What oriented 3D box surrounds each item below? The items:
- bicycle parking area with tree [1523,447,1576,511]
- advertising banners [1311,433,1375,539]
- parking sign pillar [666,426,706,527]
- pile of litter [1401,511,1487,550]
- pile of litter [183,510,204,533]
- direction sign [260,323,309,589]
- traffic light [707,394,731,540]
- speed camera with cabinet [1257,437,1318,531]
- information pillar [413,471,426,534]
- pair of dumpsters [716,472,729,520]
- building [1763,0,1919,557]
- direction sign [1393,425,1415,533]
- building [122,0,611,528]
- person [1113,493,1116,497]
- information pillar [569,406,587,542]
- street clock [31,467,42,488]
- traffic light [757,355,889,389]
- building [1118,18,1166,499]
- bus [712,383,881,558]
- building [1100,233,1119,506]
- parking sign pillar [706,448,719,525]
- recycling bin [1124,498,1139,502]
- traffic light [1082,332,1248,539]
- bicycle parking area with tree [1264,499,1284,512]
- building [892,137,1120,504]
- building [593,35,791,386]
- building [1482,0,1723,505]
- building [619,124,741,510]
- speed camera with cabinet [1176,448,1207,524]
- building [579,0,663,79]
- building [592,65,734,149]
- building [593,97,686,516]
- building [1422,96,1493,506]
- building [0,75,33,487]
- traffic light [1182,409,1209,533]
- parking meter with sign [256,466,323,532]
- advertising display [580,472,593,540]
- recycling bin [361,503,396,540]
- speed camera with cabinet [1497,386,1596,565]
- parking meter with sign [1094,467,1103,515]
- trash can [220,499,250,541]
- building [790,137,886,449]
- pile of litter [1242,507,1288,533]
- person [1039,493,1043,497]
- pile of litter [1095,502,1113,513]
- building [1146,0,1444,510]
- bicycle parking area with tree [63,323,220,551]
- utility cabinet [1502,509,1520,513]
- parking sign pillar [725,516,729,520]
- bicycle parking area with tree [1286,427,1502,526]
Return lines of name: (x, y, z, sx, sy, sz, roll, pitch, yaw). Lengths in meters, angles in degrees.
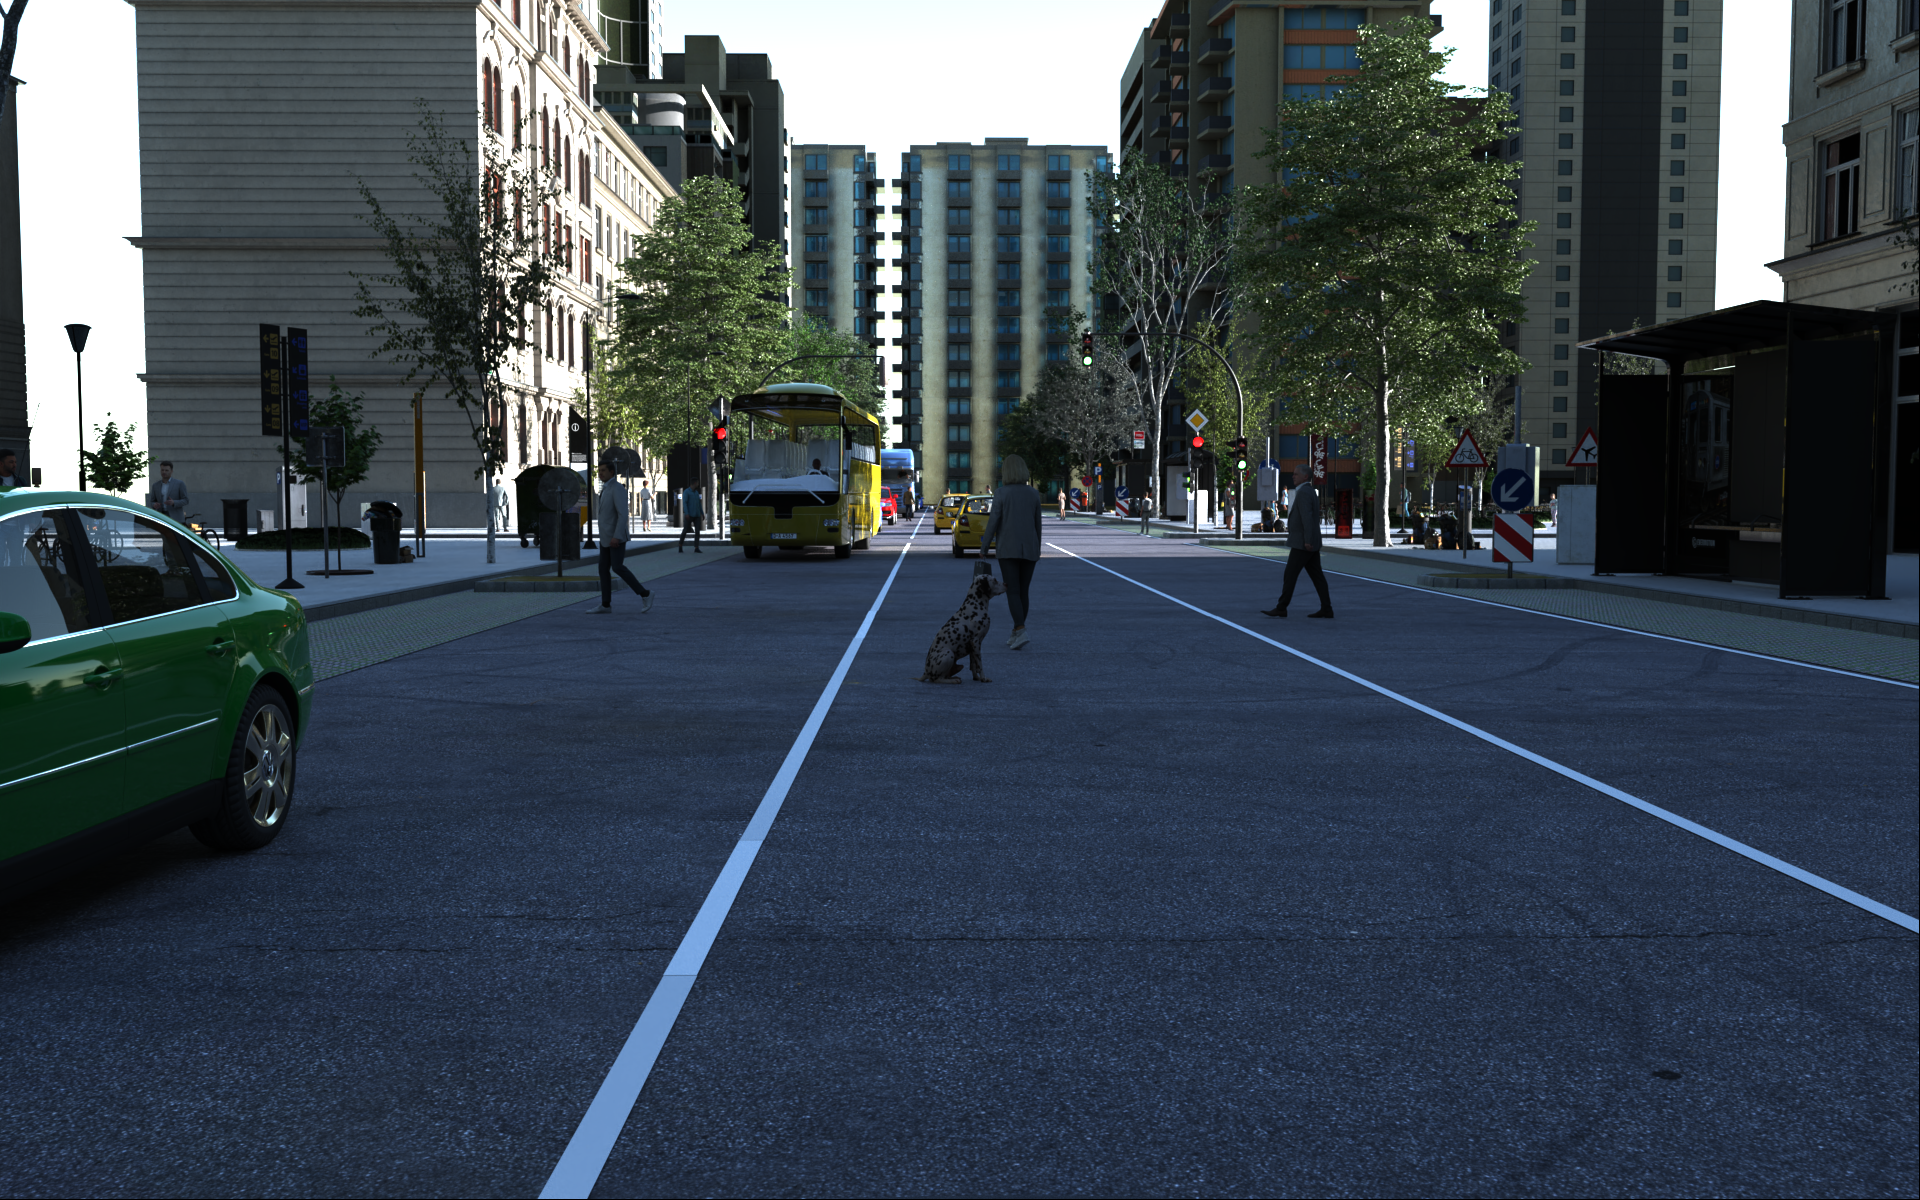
bicycle parking area with tree: (37.087, -7.399, 107.983, 9.016, 4.147, 8.231, 0, 4, 3)
advertising banners: (11.050, -3.270, 49.658, 2.074, 3.025, 0.090, 1, 4, 19)
parking sign pillar: (-10.951, -4.908, 68.721, 1.447, 3.967, 1.447, 0, 4, -5)
pile of litter: (11.323, -1.609, 40.275, 1.719, 0.858, 1.176, 2, 4, 28)
pile of litter: (-25.554, -2.649, 57.271, 1.176, 0.858, 1.719, 0, 4, 6)
direction sign: (-9.123, -1.925, 23.467, 0.379, 3.537, 0.876, 1, 4, 20)
traffic light: (-6.691, -3.658, 48.729, 0.839, 4.253, 0.868, 0, 4, -1)
speed camera with cabinet: (11.392, -4.028, 60.199, 2.038, 3.252, 0.660, 1, 4, 16)
information pillar: (-17.567, -3.168, 56.292, 0.304, 2.012, 0.304, -2, 4, -30)
pair of dumpsters: (-11.142, -4.529, 76.542, 1.574, 2.255, 4.437, 0, 4, -1)
building: (26.617, -11.784, 25.946, 16.112, 22.955, 30.059, 0, 4, -1)
direction sign: (14.486, -3.949, 56.561, 0.876, 3.537, 0.379, -2, 4, -29)
building: (-24.183, -17.613, 75.357, 14.401, 28.519, 23.554, 0, 4, -1)
person: (16.536, -10.600, 182.536, 0.628, 1.438, 0.799, 1, 4, 20)
information pillar: (-10.208, -3.360, 46.297, 0.504, 3.616, 0.183, -3, 4, -38)
street clock: (-25.139, -2.607, 47.191, 0.358, 2.002, 0.471, -2, 4, -31)
traffic light: (-4.716, -5.022, 56.778, 4.771, 5.953, 1.251, 0, 4, -1)
building: (27.782, -33.684, 174.432, 21.300, 48.544, 21.600, 0, 4, -1)
bus: (-3.566, -3.078, 41.870, 2.896, 3.916, 12.252, 0, 4, 1)
building: (22.438, -25.788, 193.336, 14.160, 30.474, 14.107, 0, 4, -1)
parking sign pillar: (-10.885, -5.181, 73.182, 1.447, 3.967, 1.447, -1, 4, -11)
recycling bin: (9.791, -5.306, 99.302, 0.722, 1.027, 0.722, -1, 4, -17)
traffic light: (5.778, -4.533, 48.783, 4.771, 5.953, 1.251, 0, 4, -1)
bicycle parking area with tree: (24.137, -7.876, 115.774, 9.016, 4.147, 8.231, 2, 4, 28)
building: (6.108, -37.654, 235.246, 30.456, 49.044, 23.786, 0, 4, -1)
building: (-29.747, -34.535, 188.344, 21.600, 48.544, 21.300, 0, 4, -1)
building: (68.235, -45.931, 189.228, 20.611, 71.187, 20.563, 0, 4, -1)
building: (-25.409, -22.461, 138.931, 14.160, 30.474, 14.107, 0, 4, -1)
speed camera with cabinet: (10.040, -4.931, 74.964, 0.660, 3.252, 2.038, 2, 4, 32)
building: (-51.162, -48.497, 231.180, 20.611, 71.187, 20.563, 0, 4, -1)
building: (-34.112, -28.483, 157.573, 32.217, 40.220, 23.993, 0, 4, -1)
building: (-26.188, -16.451, 102.259, 16.112, 22.955, 30.059, 0, 4, -1)
building: (49.442, -33.166, 192.370, 14.200, 45.320, 14.600, 0, 4, -1)
building: (-48.162, -13.391, 68.097, 18.267, 20.994, 9.793, 0, 4, -1)
traffic light: (7.753, -4.160, 56.938, 0.839, 4.253, 0.868, 0, 4, -1)
parking meter with sign: (-18.288, -3.123, 47.322, 1.738, 3.016, 0.543, -3, 4, -38)
advertising display: (-10.708, -2.639, 48.367, 0.974, 1.923, 0.123, 1, 4, 22)
recycling bin: (-16.349, -2.212, 48.715, 0.722, 1.027, 0.722, 3, 5, 42)
speed camera with cabinet: (10.922, -2.283, 31.664, 2.038, 3.252, 0.660, 2, 4, 27)
parking meter with sign: (8.719, -6.880, 108.752, 0.543, 3.016, 1.738, 0, 4, 1)
trash can: (-19.786, -2.180, 47.296, 0.748, 1.137, 0.748, 0, 3, 0)
building: (-25.271, -37.631, 234.878, 30.456, 49.044, 23.786, 0, 4, -1)
pile of litter: (10.232, -2.688, 57.916, 1.719, 0.858, 1.176, 1, 4, 16)
person: (8.117, -10.713, 181.906, 1.217, 1.736, 0.721, 0, 4, 0)
pile of litter: (10.011, -6.503, 120.283, 1.176, 0.858, 1.719, -1, 4, -9)
building: (27.936, -30.179, 148.057, 22.147, 44.769, 28.867, 0, 4, -1)
bicycle parking area with tree: (-17.479, -2.569, 29.000, 8.231, 4.147, 9.016, 1, 4, 10)
utility cabinet: (18.679, -2.909, 58.722, 0.306, 1.237, 1.020, 0, 4, -1)
parking sign pillar: (-10.940, -5.924, 85.326, 1.447, 3.967, 1.447, 0, 4, -5)
bicycle parking area with tree: (18.623, -5.316, 73.917, 8.231, 4.147, 9.016, 1, 4, 16)
